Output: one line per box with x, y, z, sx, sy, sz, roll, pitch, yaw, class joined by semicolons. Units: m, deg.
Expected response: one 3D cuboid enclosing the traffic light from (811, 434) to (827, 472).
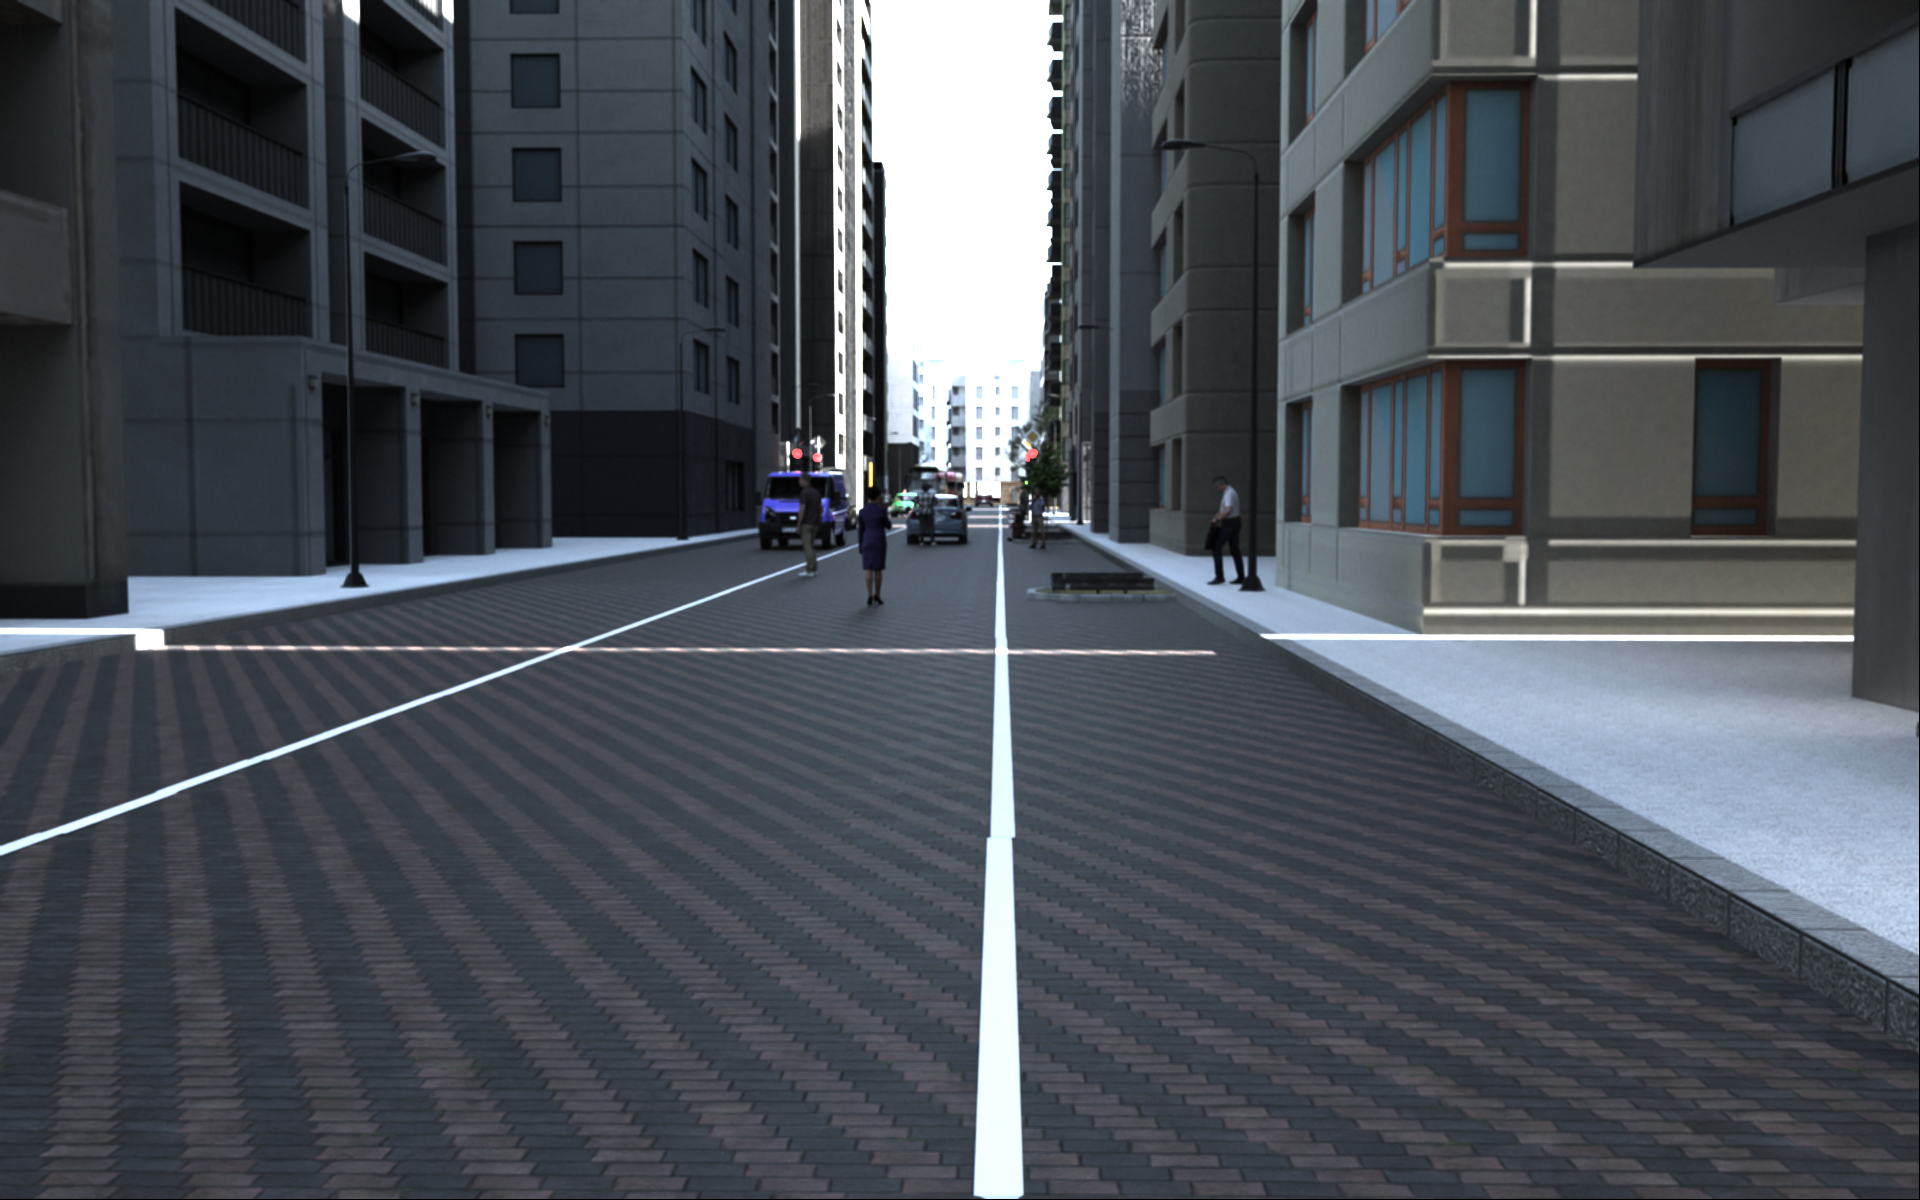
-6.618;-5.636;81.063;0.839;4.253;0.868;0;4;1;traffic light

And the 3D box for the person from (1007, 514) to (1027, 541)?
1.845;-2.197;52.710;0.859;0.850;0.655;-3;4;-39;person

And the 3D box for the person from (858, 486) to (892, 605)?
-1.103;-0.711;22.491;0.453;1.535;0.546;0;4;-4;person

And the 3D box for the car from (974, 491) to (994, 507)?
2.782;-11.648;199.115;2.281;1.827;5.304;0;4;1;car

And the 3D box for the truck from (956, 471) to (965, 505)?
-0.847;-13.686;212.673;2.839;4.237;11.283;0;4;0;truck

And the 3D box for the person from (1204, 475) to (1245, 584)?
3.770;-0.998;24.570;0.590;1.554;0.614;1;4;10;person

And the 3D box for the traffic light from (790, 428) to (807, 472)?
-6.804;-5.147;73.080;0.839;4.253;0.868;0;4;1;traffic light

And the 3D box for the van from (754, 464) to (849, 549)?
-4.179;-2.584;46.628;2.240;2.365;5.245;0;4;2;van

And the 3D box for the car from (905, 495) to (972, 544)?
-0.651;-2.405;51.329;2.014;1.417;4.499;0;4;1;car

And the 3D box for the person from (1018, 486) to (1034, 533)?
2.500;-3.348;63.772;0.750;1.759;0.617;1;4;11;person

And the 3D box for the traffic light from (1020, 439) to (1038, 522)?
3.221;-5.623;80.850;0.839;4.253;0.868;0;4;1;traffic light

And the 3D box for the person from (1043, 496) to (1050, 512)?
6.038;-7.042;122.100;0.530;1.710;0.541;-3;4;-39;person

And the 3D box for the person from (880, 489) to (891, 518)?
-4.464;-5.761;103.422;0.841;1.734;0.376;-1;4;-21;person

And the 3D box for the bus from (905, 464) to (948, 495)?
-2.671;-9.381;144.921;2.896;3.916;12.252;0;4;3;bus

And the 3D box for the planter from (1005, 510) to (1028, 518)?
3.843;-5.176;105.774;1.991;0.319;1.994;0;4;1;planter

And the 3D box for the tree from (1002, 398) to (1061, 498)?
7.654;-13.908;161.802;8.767;10.594;7.601;-3;4;-36;tree

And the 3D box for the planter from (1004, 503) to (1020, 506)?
5.635;-9.884;182.750;1.991;0.319;1.994;0;4;1;planter

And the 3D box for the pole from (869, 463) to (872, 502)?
-5.849;-7.275;112.782;0.158;3.312;0.155;0;3;0;pole

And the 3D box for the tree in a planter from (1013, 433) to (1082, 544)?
2.566;-3.288;50.976;1.991;3.239;1.994;0;4;1;tree in a planter

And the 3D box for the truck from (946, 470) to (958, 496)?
-1.659;-12.997;201.417;2.839;4.237;11.283;0;4;0;truck

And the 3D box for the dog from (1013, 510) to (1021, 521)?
2.713;-4.089;83.697;0.800;0.831;0.513;1;4;10;dog

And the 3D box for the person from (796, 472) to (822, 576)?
-2.666;-1.324;30.272;0.434;1.807;0.598;3;5;40;person

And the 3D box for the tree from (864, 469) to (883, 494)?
-6.204;-7.642;119.547;1.663;3.219;1.824;0;3;0;tree

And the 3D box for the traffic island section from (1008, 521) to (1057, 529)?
3.074;-3.101;72.980;2.009;0.180;2.903;0;4;1;traffic island section

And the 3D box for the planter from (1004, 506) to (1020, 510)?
4.475;-6.854;133.201;1.991;0.319;1.994;0;4;1;planter

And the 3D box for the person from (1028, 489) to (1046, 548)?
2.049;-2.150;45.717;0.319;1.574;0.516;-3;5;-42;person

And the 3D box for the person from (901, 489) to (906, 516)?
-3.534;-6.273;111.511;0.568;1.767;0.683;0;4;1;person

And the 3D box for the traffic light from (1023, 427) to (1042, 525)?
3.035;-5.134;72.867;0.839;4.253;0.868;0;4;1;traffic light

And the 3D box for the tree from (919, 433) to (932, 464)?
-5.550;-15.855;209.598;4.360;8.622;3.978;0;3;0;tree

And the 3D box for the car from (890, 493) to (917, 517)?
-3.333;-6.072;108.073;1.959;1.807;4.718;0;4;2;car

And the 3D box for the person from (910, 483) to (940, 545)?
-0.952;-2.395;48.377;0.841;1.734;0.376;1;4;8;person

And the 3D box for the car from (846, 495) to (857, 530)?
-5.093;-3.620;69.410;2.015;1.641;3.980;0;4;1;car
